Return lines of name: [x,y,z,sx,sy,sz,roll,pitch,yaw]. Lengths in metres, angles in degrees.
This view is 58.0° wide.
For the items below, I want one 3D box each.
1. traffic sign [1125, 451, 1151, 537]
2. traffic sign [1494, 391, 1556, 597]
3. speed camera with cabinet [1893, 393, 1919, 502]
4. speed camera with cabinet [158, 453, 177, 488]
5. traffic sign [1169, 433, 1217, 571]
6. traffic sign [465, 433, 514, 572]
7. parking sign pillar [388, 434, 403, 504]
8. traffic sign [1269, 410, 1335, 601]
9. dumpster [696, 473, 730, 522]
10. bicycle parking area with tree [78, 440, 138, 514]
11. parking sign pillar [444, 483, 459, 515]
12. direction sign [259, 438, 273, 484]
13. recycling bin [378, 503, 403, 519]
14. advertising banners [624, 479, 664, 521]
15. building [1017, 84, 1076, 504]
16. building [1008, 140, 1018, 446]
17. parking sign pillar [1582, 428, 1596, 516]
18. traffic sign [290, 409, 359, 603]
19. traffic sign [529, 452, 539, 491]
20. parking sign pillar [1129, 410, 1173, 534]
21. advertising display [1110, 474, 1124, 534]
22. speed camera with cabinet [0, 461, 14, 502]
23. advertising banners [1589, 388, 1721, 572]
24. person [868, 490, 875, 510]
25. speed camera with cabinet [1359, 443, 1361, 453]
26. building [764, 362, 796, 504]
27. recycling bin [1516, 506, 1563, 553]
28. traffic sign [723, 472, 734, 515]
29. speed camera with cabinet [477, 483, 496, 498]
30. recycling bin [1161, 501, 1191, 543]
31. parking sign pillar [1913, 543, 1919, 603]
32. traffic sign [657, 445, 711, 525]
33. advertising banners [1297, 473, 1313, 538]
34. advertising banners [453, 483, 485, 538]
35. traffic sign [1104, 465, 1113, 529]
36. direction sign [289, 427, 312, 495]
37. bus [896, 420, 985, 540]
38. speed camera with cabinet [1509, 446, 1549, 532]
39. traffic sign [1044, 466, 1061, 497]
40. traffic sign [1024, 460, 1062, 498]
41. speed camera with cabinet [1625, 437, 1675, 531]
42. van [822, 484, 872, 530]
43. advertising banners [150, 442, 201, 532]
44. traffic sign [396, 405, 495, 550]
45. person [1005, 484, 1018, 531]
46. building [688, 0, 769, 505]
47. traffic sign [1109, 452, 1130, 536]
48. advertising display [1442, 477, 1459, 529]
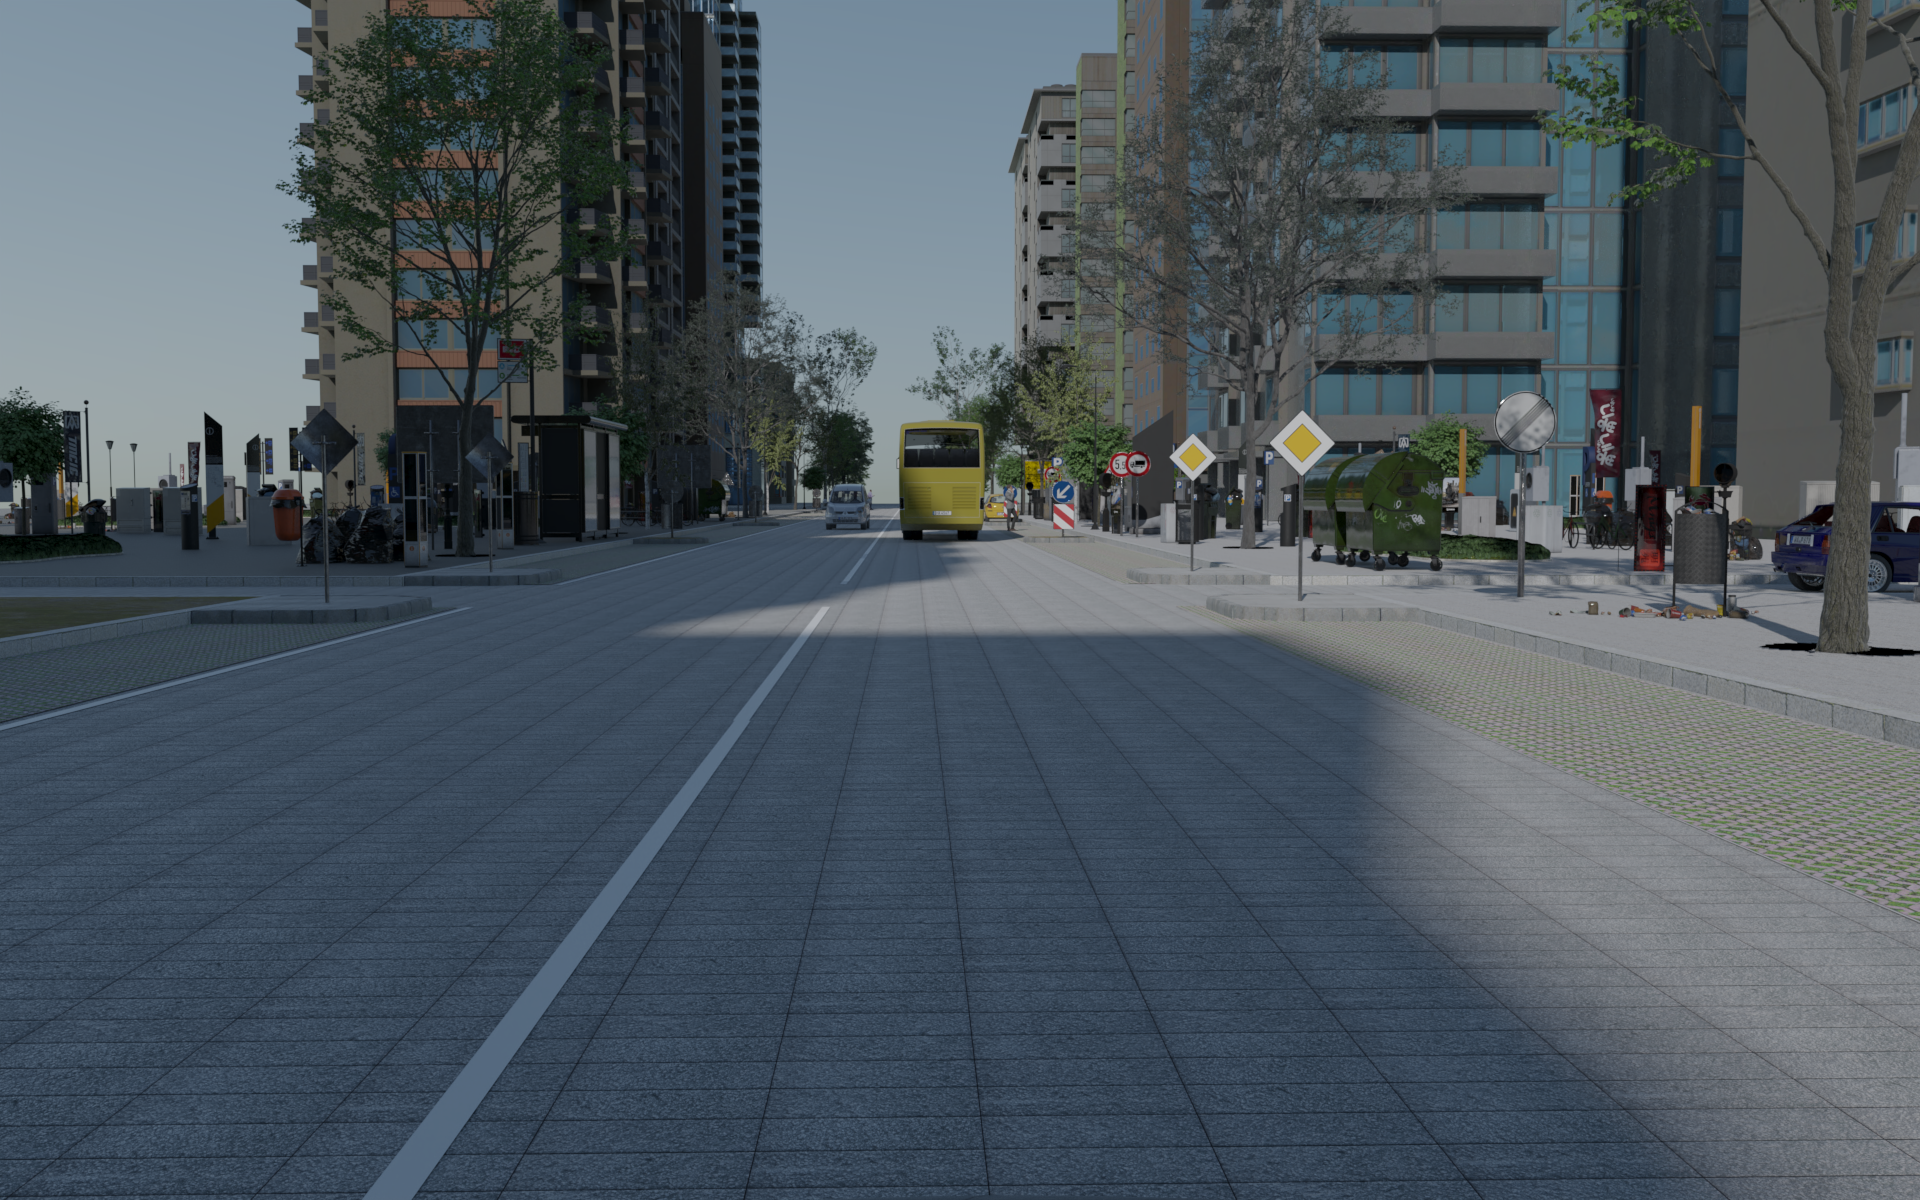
traffic sign: [5.240,-3.123,51.173,0.768,2.556,0.104,0,4,-1]
traffic sign: [6.979,-1.308,21.484,0.768,2.556,0.104,0,4,1]
speed camera with cabinet: [18.388,-2.385,33.326,0.660,3.252,2.038,2,4,25]
speed camera with cabinet: [-38.603,-5.435,83.201,2.038,3.252,0.660,1,4,20]
traffic sign: [3.845,-1.531,28.674,0.795,2.450,0.064,0,4,-2]
traffic sign: [-7.695,-1.512,28.369,0.795,2.450,0.064,0,4,-2]
parking sign pillar: [-17.730,-4.077,55.130,1.447,3.967,1.447,0,4,7]
traffic sign: [4.071,-1.043,20.692,0.795,2.450,0.064,0,4,-2]
dumpster: [-11.656,-4.828,81.435,1.502,2.255,1.985,0,4,-1]
bicycle parking area with tree: [-46.211,-6.624,95.301,9.016,4.147,8.231,0,4,1]
parking sign pillar: [-23.053,-5.538,79.017,1.447,3.967,1.447,1,4,10]
direction sign: [-28.136,-4.769,69.975,0.876,3.537,0.379,1,4,11]
recycling bin: [-15.033,-2.058,46.206,0.722,1.027,0.722,0,4,4]
advertising banners: [-14.913,-5.228,81.671,2.074,3.025,0.090,-1,4,-21]
building: [22.882,-38.652,221.196,28.713,52.752,27.495,0,4,-2]
building: [21.981,-40.388,249.579,28.713,52.752,27.495,0,4,-2]
parking sign pillar: [25.655,-5.005,70.301,1.447,3.967,1.447,0,4,6]
traffic sign: [-7.469,-1.024,20.387,0.795,2.450,0.064,0,4,-2]
traffic sign: [-12.901,-3.221,52.761,0.768,2.556,0.104,0,4,1]
parking sign pillar: [6.167,-4.104,55.567,1.447,3.967,1.447,0,4,2]
advertising display: [5.035,-3.074,55.475,0.123,1.923,0.974,-1,4,-14]
speed camera with cabinet: [-26.913,-3.254,47.532,0.660,3.252,2.038,0,4,8]
advertising banners: [11.442,-1.982,28.586,2.074,3.025,0.090,1,4,12]
person: [-7.987,-9.045,156.259,0.599,1.838,0.709,-3,5,-42]
speed camera with cabinet: [15.532,-4.419,66.588,0.660,3.252,2.038,1,4,14]
building: [-37.559,-24.156,239.986,27.650,21.520,28.899,0,4,-2]
recycling bin: [12.665,-1.547,37.856,0.722,1.027,0.722,-3,4,-38]
traffic sign: [-13.720,-6.233,101.917,0.884,2.594,0.081,0,4,6]
speed camera with cabinet: [-22.241,-5.348,81.772,0.660,3.252,2.038,0,4,2]
recycling bin: [5.694,-2.014,45.478,0.722,1.027,0.722,0,4,-7]
parking sign pillar: [12.053,-1.946,20.283,1.447,3.967,1.447,-3,5,-42]
traffic sign: [-11.430,-4.765,71.781,2.265,3.308,0.079,0,4,3]
advertising banners: [10.269,-3.303,50.194,0.090,3.025,2.074,-1,4,-21]
advertising banners: [-14.667,-3.383,51.494,0.090,3.025,2.074,-3,5,-42]
traffic sign: [5.575,-3.876,63.376,0.884,2.594,0.081,0,4,1]
direction sign: [-22.363,-4.085,58.783,0.876,3.537,0.379,1,4,17]
bus: [-0.694,-3.994,56.857,2.896,3.916,12.252,0,4,-2]
speed camera with cabinet: [19.018,-3.885,57.858,0.660,3.252,2.038,0,4,-3]
traffic sign: [4.251,-4.860,79.573,0.768,2.556,0.104,0,4,4]
traffic sign: [5.002,-6.753,104.283,2.265,3.308,0.079,0,4,1]
speed camera with cabinet: [24.142,-4.032,60.252,2.038,3.252,0.660,-1,4,-20]
van: [-4.573,-3.901,70.790,2.013,2.044,4.112,0,4,0]
advertising banners: [-26.278,-3.784,58.054,2.074,3.025,0.090,1,4,17]
traffic sign: [-11.768,-2.798,39.621,2.265,3.308,0.079,0,4,2]
person: [1.990,-3.561,66.898,0.473,1.802,0.592,3,5,40]
building: [-34.023,-54.758,207.971,22.319,86.520,31.000,0,4,-2]
traffic sign: [4.912,-3.210,52.589,0.768,2.556,0.104,0,4,7]
advertising display: [18.137,-3.605,64.162,0.974,1.923,0.123,-2,4,-24]
